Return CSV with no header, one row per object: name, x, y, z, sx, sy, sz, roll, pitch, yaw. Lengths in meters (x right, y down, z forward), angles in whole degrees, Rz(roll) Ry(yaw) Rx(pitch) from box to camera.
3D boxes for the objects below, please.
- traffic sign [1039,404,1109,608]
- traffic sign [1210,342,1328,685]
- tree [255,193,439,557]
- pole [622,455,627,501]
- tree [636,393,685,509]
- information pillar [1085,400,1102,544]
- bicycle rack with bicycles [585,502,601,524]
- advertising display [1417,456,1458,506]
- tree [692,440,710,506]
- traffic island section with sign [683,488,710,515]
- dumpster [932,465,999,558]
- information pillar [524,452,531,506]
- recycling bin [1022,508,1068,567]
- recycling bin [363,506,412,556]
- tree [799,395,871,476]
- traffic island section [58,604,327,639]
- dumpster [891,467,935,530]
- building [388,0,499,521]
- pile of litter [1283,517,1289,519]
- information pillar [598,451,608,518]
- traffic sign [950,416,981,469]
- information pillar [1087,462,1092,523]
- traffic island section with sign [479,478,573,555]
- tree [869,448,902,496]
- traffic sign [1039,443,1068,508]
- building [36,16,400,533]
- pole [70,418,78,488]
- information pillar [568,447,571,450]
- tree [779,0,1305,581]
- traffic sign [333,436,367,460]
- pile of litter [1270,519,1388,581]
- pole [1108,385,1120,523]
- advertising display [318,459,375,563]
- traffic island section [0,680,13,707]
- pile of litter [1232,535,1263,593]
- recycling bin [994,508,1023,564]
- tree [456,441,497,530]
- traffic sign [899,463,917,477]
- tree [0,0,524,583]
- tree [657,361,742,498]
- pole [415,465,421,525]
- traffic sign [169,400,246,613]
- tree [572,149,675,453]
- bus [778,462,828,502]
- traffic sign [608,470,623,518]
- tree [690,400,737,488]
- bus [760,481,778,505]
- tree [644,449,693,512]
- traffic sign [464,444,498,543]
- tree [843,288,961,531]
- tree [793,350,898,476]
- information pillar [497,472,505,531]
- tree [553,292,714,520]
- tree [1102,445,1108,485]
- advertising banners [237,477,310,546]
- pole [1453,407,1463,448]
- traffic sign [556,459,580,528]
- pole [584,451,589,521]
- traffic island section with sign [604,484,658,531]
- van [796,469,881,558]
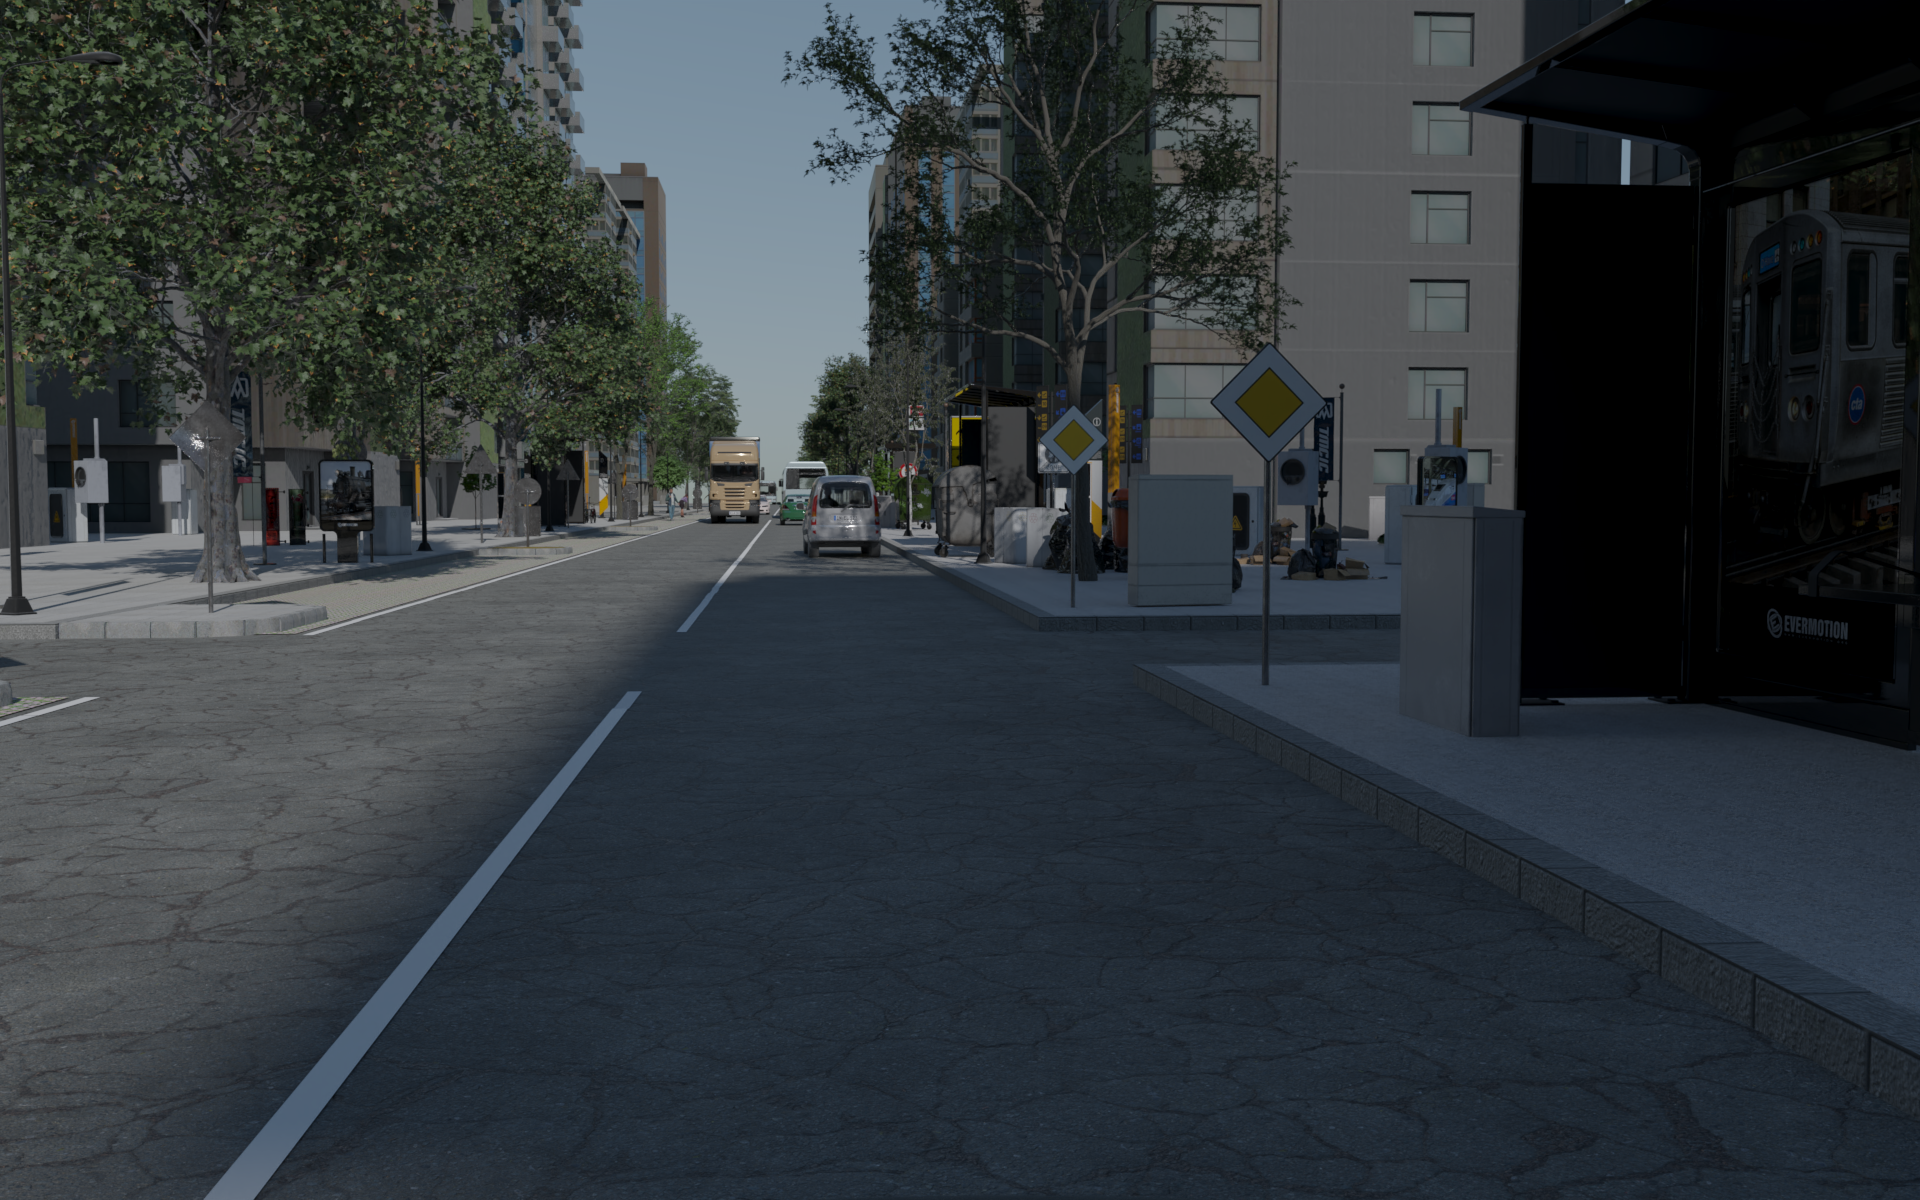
traffic sign,1.273,-0.971,19.515,0.795,2.450,0.064,0,4,-6
traffic sign,2.048,-0.485,11.567,0.795,2.450,0.064,0,4,-6
tree,-12.513,-5.174,34.956,4.737,8.622,4.395,0,3,0
pole,-17.667,-5.954,91.195,0.158,3.312,0.155,0,3,0
tree,-23.773,-13.184,149.970,8.767,10.594,7.601,-1,4,-19
information pillar,3.303,-3.155,42.944,0.504,3.616,0.183,-1,4,-19
bicycle rack with bicycles,-17.035,-3.860,76.499,2.852,0.926,2.925,0,4,3
advertising display,8.132,-1.487,29.529,0.974,1.923,0.123,-3,4,-38
tree,-26.762,-14.271,183.698,4.360,8.622,3.978,0,3,0
traffic island section with sign,-17.731,-6.654,117.423,1.989,1.847,2.006,0,4,-6
dumpster,0.120,-1.823,35.569,1.264,1.857,1.865,0,4,-5
information pillar,-23.205,-6.223,93.095,0.504,3.616,0.183,1,4,21
recycling bin,1.647,-1.098,30.507,0.722,1.027,0.722,3,4,36
recycling bin,-12.017,-1.455,36.339,0.722,1.027,0.722,2,4,27
tree,-11.447,-15.090,164.848,7.486,12.596,7.792,0,3,0
traffic island section,-8.101,0.220,18.687,2.009,0.180,2.903,0,4,-6
dumpster,-1.709,-3.702,63.025,1.502,2.255,1.985,0,4,-5
building,-30.774,-24.437,83.144,14.154,41.232,14.086,0,4,-6
pile of litter,5.765,-1.076,31.559,1.176,0.858,1.719,-3,4,-38
information pillar,-18.853,-6.124,91.482,0.504,3.616,0.183,-2,4,-35
traffic sign,0.879,-3.122,44.920,2.265,3.308,0.079,0,4,3
information pillar,2.852,-2.158,39.771,0.304,2.012,0.304,0,4,-5
traffic island section with sign,-10.311,-1.997,41.279,1.989,1.847,2.006,0,4,-6
tree,-3.173,-4.546,68.928,1.663,3.219,1.824,0,3,0
traffic sign,1.846,-1.964,34.236,0.606,2.300,0.079,0,4,1
building,-28.908,-17.724,61.494,14.160,30.474,14.107,0,4,-6
pole,-23.841,-3.231,46.666,0.158,3.312,0.155,0,3,0
information pillar,-18.681,-5.559,82.252,0.504,3.616,0.183,-1,4,-17
tree,1.581,-5.566,25.424,7.601,10.594,8.767,1,4,23
traffic sign,-13.360,-2.314,37.941,0.768,2.556,0.104,0,4,2
pile of litter,5.658,-0.744,26.136,1.719,0.858,1.176,0,4,0
pole,2.879,-2.360,32.432,0.158,3.312,0.155,0,3,0
advertising display,-11.403,-1.652,32.219,0.974,1.923,0.123,-1,4,-8
traffic island section,-7.327,0.706,10.739,2.009,0.180,2.903,0,4,-6
pile of litter,3.184,-0.548,22.925,1.176,0.858,1.719,2,4,32
recycling bin,1.112,-1.198,32.143,0.722,1.027,0.722,-2,4,-31
tree,-17.589,-4.155,62.532,1.663,3.219,1.824,0,3,0
traffic sign,-2.098,-4.304,70.474,0.768,2.556,0.104,0,4,4
tree,-10.809,-6.601,24.939,9.611,12.733,9.660,0,3,0
tree,-25.415,-15.961,167.612,9.857,13.997,8.962,0,3,0
pole,-22.194,-4.712,70.883,0.158,3.312,0.155,0,3,0
traffic sign,-8.079,-0.917,18.627,0.795,2.450,0.064,0,4,-6
tree,-13.280,-8.218,51.379,9.611,12.733,9.660,0,3,0
bus,-9.479,-6.734,104.962,2.948,3.499,13.247,0,4,-6
traffic sign,-18.362,-5.628,92.017,0.884,2.594,0.081,0,4,2
tree,-29.717,-17.690,207.351,7.486,12.596,7.792,0,3,0
bus,-26.521,-14.898,238.435,2.948,3.499,13.247,0,4,-5
tree,-21.307,-8.720,126.278,4.285,4.588,4.351,0,3,0
traffic sign,-12.465,-2.757,45.079,0.884,2.594,0.081,0,4,4
tree,-1.777,-6.623,58.641,4.360,8.622,3.978,0,3,0
tree,-8.793,-13.535,138.308,9.611,12.733,9.660,0,3,0
information pillar,-15.410,-3.300,58.441,0.304,2.012,0.304,1,4,14
tree,-16.968,-9.839,86.617,9.928,11.665,9.643,0,3,0
tree,7.854,-5.810,78.713,4.285,4.588,4.351,0,3,0
advertising banners,-17.028,-2.850,42.793,0.090,3.025,2.074,2,4,34
pole,11.642,-2.860,40.599,0.158,3.312,0.155,0,3,0
traffic sign,-14.680,-3.966,64.843,0.884,2.594,0.081,0,4,1
pole,-17.596,-5.370,81.644,0.158,3.312,0.155,0,3,0
traffic island section with sign,-12.925,-3.638,68.108,1.989,1.847,2.006,0,4,-6
van,-2.795,-2.046,40.471,2.013,2.044,4.112,0,4,-7
